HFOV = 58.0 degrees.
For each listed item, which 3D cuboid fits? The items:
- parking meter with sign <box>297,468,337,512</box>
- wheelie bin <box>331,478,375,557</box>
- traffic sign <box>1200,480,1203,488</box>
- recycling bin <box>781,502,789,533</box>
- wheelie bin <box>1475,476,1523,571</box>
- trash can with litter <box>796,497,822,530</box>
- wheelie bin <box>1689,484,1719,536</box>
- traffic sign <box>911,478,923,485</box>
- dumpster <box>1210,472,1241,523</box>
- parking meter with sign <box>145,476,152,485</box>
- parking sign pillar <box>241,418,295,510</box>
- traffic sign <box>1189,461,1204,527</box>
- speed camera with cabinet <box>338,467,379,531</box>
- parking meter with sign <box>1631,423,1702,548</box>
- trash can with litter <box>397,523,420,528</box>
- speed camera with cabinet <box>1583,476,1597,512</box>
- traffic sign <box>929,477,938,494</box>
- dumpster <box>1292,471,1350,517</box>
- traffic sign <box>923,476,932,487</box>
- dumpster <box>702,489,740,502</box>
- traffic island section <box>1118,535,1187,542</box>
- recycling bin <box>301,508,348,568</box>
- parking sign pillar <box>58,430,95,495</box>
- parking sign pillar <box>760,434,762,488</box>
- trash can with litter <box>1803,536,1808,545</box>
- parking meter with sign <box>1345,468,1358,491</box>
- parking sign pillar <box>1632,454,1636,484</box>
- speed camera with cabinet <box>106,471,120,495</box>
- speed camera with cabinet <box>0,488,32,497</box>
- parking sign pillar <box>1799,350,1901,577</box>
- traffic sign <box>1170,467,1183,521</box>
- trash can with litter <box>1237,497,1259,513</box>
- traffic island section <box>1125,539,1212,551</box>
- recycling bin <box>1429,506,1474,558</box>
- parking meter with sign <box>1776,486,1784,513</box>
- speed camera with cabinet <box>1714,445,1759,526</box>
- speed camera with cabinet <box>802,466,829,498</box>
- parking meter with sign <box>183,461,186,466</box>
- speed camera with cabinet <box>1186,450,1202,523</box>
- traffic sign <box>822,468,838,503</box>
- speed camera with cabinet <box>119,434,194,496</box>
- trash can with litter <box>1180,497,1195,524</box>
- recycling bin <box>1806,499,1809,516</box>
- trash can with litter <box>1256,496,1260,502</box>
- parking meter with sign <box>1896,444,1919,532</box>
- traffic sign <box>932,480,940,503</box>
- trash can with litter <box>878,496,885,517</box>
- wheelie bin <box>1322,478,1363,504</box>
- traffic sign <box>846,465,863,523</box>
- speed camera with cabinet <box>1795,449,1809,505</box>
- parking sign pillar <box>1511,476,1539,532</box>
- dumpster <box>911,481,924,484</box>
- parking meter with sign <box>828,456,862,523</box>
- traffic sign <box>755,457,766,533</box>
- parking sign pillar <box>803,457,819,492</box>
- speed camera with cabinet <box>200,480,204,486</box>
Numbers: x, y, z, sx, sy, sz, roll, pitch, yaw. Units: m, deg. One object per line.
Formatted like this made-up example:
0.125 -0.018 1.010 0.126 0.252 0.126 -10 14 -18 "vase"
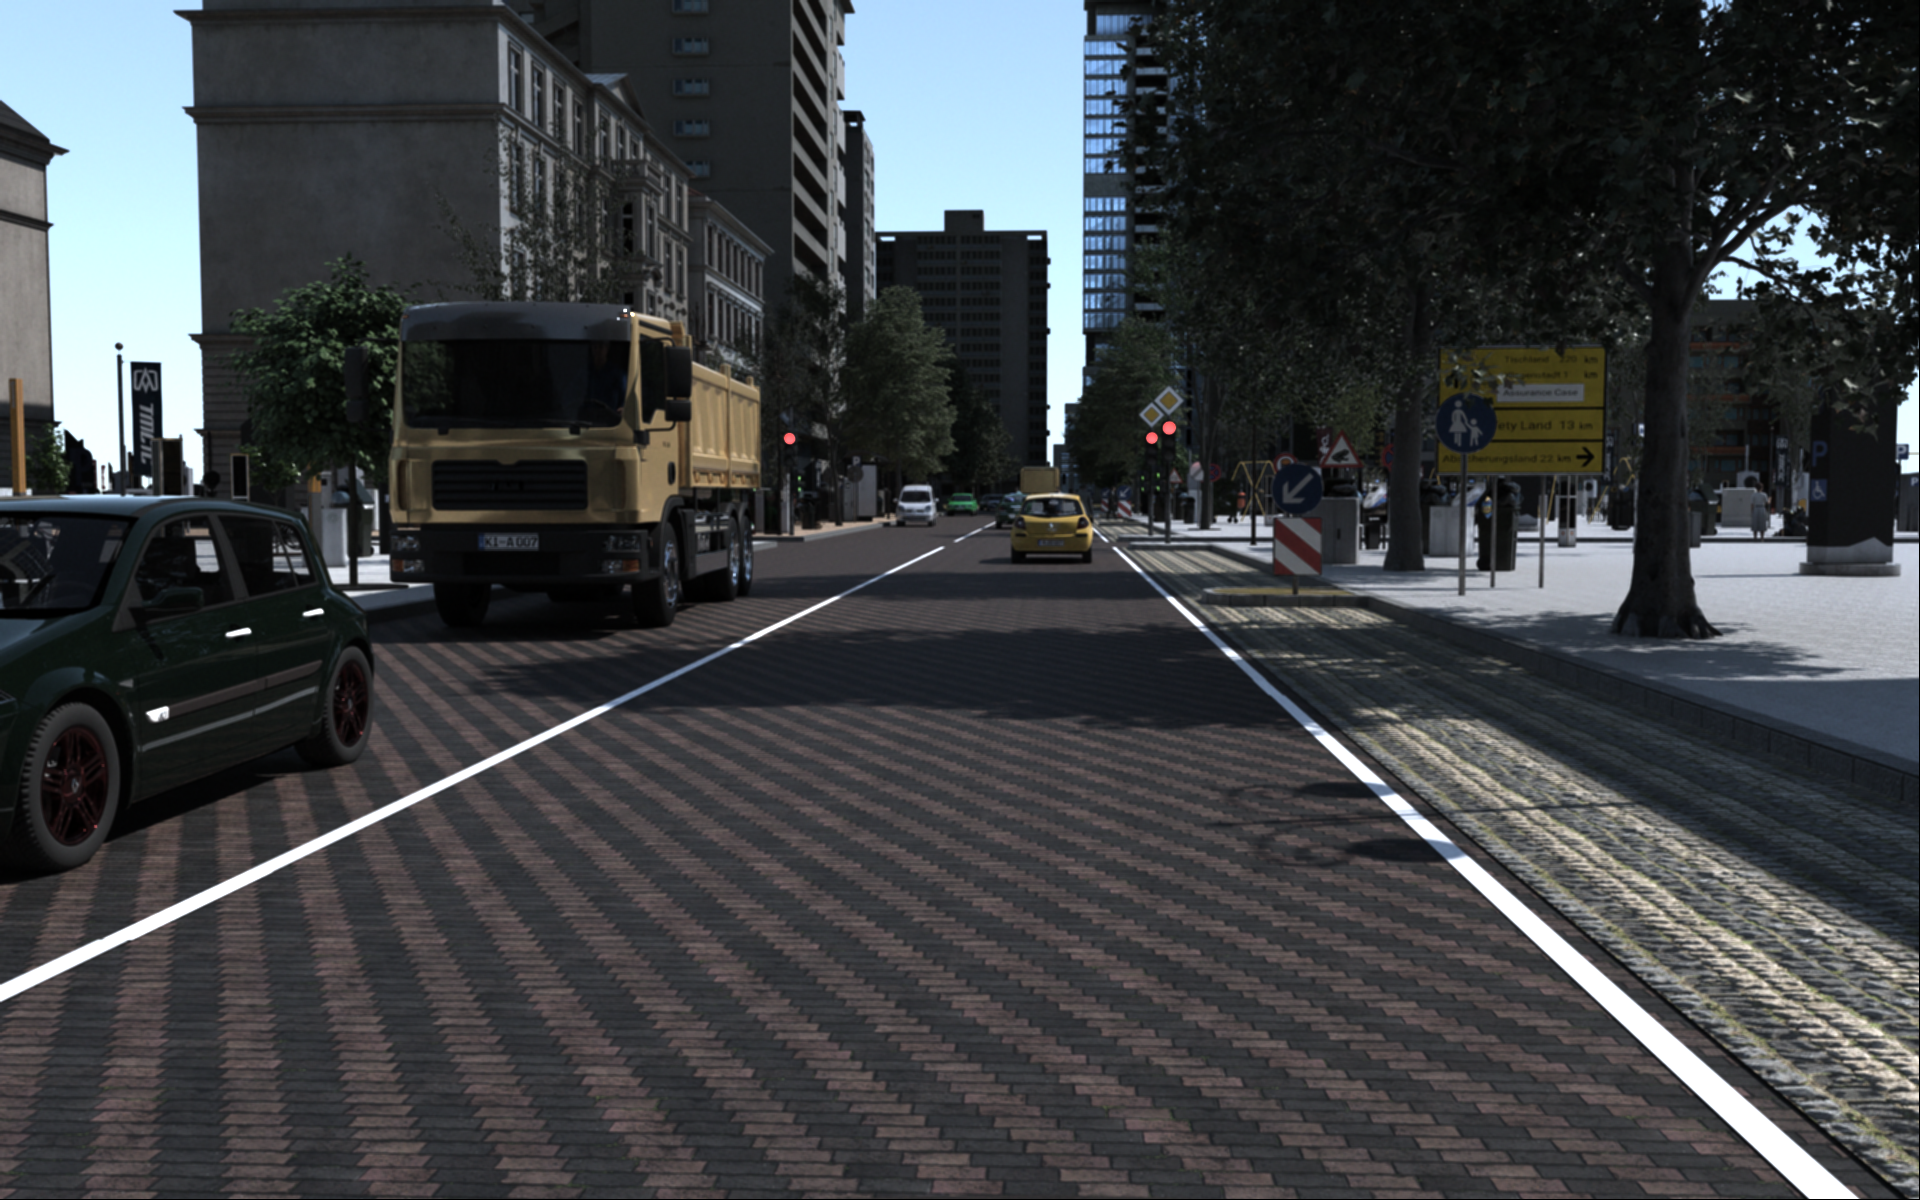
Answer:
-21.325 -3.756 57.668 0.543 3.016 1.738 1 4 18 "parking meter with sign"
-12.356 -1.671 35.224 0.693 1.594 0.980 0 4 4 "wheelie bin"
11.056 -4.875 79.707 0.884 2.594 0.081 0 4 8 "traffic sign"
-5.915 -2.705 56.777 0.722 1.027 0.722 0 4 5 "recycling bin"
9.052 -1.294 29.072 0.693 1.594 0.980 2 4 27 "wheelie bin"
-5.449 -3.144 62.798 0.624 1.170 1.055 2 4 24 "trash can with litter"
22.884 -2.780 53.367 0.980 1.594 0.693 -2 4 -35 "wheelie bin"
-2.914 -7.198 117.696 0.884 2.594 0.081 0 4 7 "traffic sign"
11.586 -4.530 76.563 1.502 2.255 1.985 0 4 3 "dumpster"
-57.936 -7.874 125.000 1.738 3.016 0.543 2 4 27 "parking meter with sign"
-18.319 -3.509 45.843 1.447 3.967 1.447 1 4 13 "parking sign pillar"
9.302 -4.120 67.473 0.768 2.556 0.104 1 4 9 "traffic sign"
-20.431 -3.993 59.629 0.660 3.252 2.038 2 4 28 "speed camera with cabinet"
17.162 -2.798 42.012 0.543 3.016 1.738 -2 4 -30 "parking meter with sign"
-20.685 -3.283 65.064 1.055 1.170 0.624 -1 4 -11 "trash can with litter"
39.189 -7.051 109.617 2.038 3.252 0.660 3 5 41 "speed camera with cabinet"
-1.982 -7.790 127.475 0.768 2.556 0.104 0 4 4 "traffic sign"
8.434 -2.120 40.418 1.264 1.857 1.865 0 4 3 "dumpster"
-2.403 -7.433 121.538 0.884 2.594 0.081 0 4 5 "traffic sign"
-8.176 -3.375 57.671 1.502 2.255 1.985 0 4 3 "dumpster"
5.851 -1.874 52.923 2.009 0.180 2.903 0 4 3 "traffic island section"
-11.171 -1.095 30.460 0.722 1.027 0.722 -1 4 -16 "recycling bin"
-37.266 -5.193 73.373 1.447 3.967 1.447 1 4 10 "parking sign pillar"
-9.320 -5.457 77.694 1.447 3.967 1.447 1 4 16 "parking sign pillar"
21.437 -1.938 43.070 0.624 1.170 1.055 -1 4 -17 "trash can with litter"
20.688 -5.669 88.946 1.738 3.016 0.543 2 4 25 "parking meter with sign"
43.322 -7.494 110.993 1.447 3.967 1.447 2 4 25 "parking sign pillar"
-34.288 -4.658 70.488 0.660 3.252 2.038 -2 4 -35 "speed camera with cabinet"
-25.889 -3.170 46.164 0.660 3.252 2.038 2 4 30 "speed camera with cabinet"
14.130 -2.381 27.401 1.447 3.967 1.447 -1 4 -16 "parking sign pillar"
10.335 -5.111 83.561 0.884 2.594 0.081 1 4 10 "traffic sign"
19.678 -6.464 116.737 1.678 1.210 2.233 -3 5 -43 "trash can with litter"
5.413 -1.386 44.950 2.009 0.180 2.903 0 4 3 "traffic island section"
10.059 -1.399 35.421 0.722 1.027 0.722 2 4 33 "recycling bin"
54.287 -7.239 114.619 0.543 3.016 1.738 1 4 21 "parking meter with sign"
30.957 -4.601 69.564 2.038 3.252 0.660 0 4 1 "speed camera with cabinet"
-10.190 -7.886 123.266 2.038 3.252 0.660 1 4 21 "speed camera with cabinet"
-41.350 -5.863 92.123 0.543 3.016 1.738 -1 4 -18 "parking meter with sign"
10.426 -5.058 77.032 0.660 3.252 2.038 0 4 6 "speed camera with cabinet"
-6.239 -5.081 83.180 0.768 2.556 0.104 0 4 7 "traffic sign"
-26.328 -3.826 56.885 2.038 3.252 0.660 -1 4 -8 "speed camera with cabinet"
9.829 -3.869 74.644 0.624 1.170 1.055 1 4 9 "trash can with litter"
40.444 -4.245 81.956 0.722 1.027 0.722 2 4 29 "recycling bin"
18.407 -5.997 109.432 1.055 1.170 0.624 1 4 16 "trash can with litter"
32.564 -3.861 59.390 0.543 3.016 1.738 0 4 5 "parking meter with sign"
-1.804 -7.757 128.949 0.606 2.300 0.079 1 4 13 "traffic sign"
-4.452 -5.235 96.972 0.624 1.170 1.055 -2 4 -23 "trash can with litter"
7.544 -1.618 34.355 0.980 1.594 0.693 -1 4 -13 "wheelie bin"
-4.685 -4.710 77.112 0.768 2.556 0.104 0 4 6 "traffic sign"
36.935 -4.914 74.685 0.660 3.252 2.038 -1 4 -21 "speed camera with cabinet"
19.177 -4.343 59.484 1.447 3.967 1.447 0 4 -1 "parking sign pillar"
-3.035 -7.183 119.939 1.502 2.255 1.985 0 4 3 "dumpster"
-5.225 -5.033 78.553 0.543 3.016 1.738 3 5 39 "parking meter with sign"
-6.817 -3.507 57.445 0.768 2.556 0.104 1 4 11 "traffic sign"
-10.908 -8.491 127.303 1.447 3.967 1.447 2 4 31 "parking sign pillar"
-45.193 -6.806 105.613 2.038 3.252 0.660 -3 5 -42 "speed camera with cabinet"
